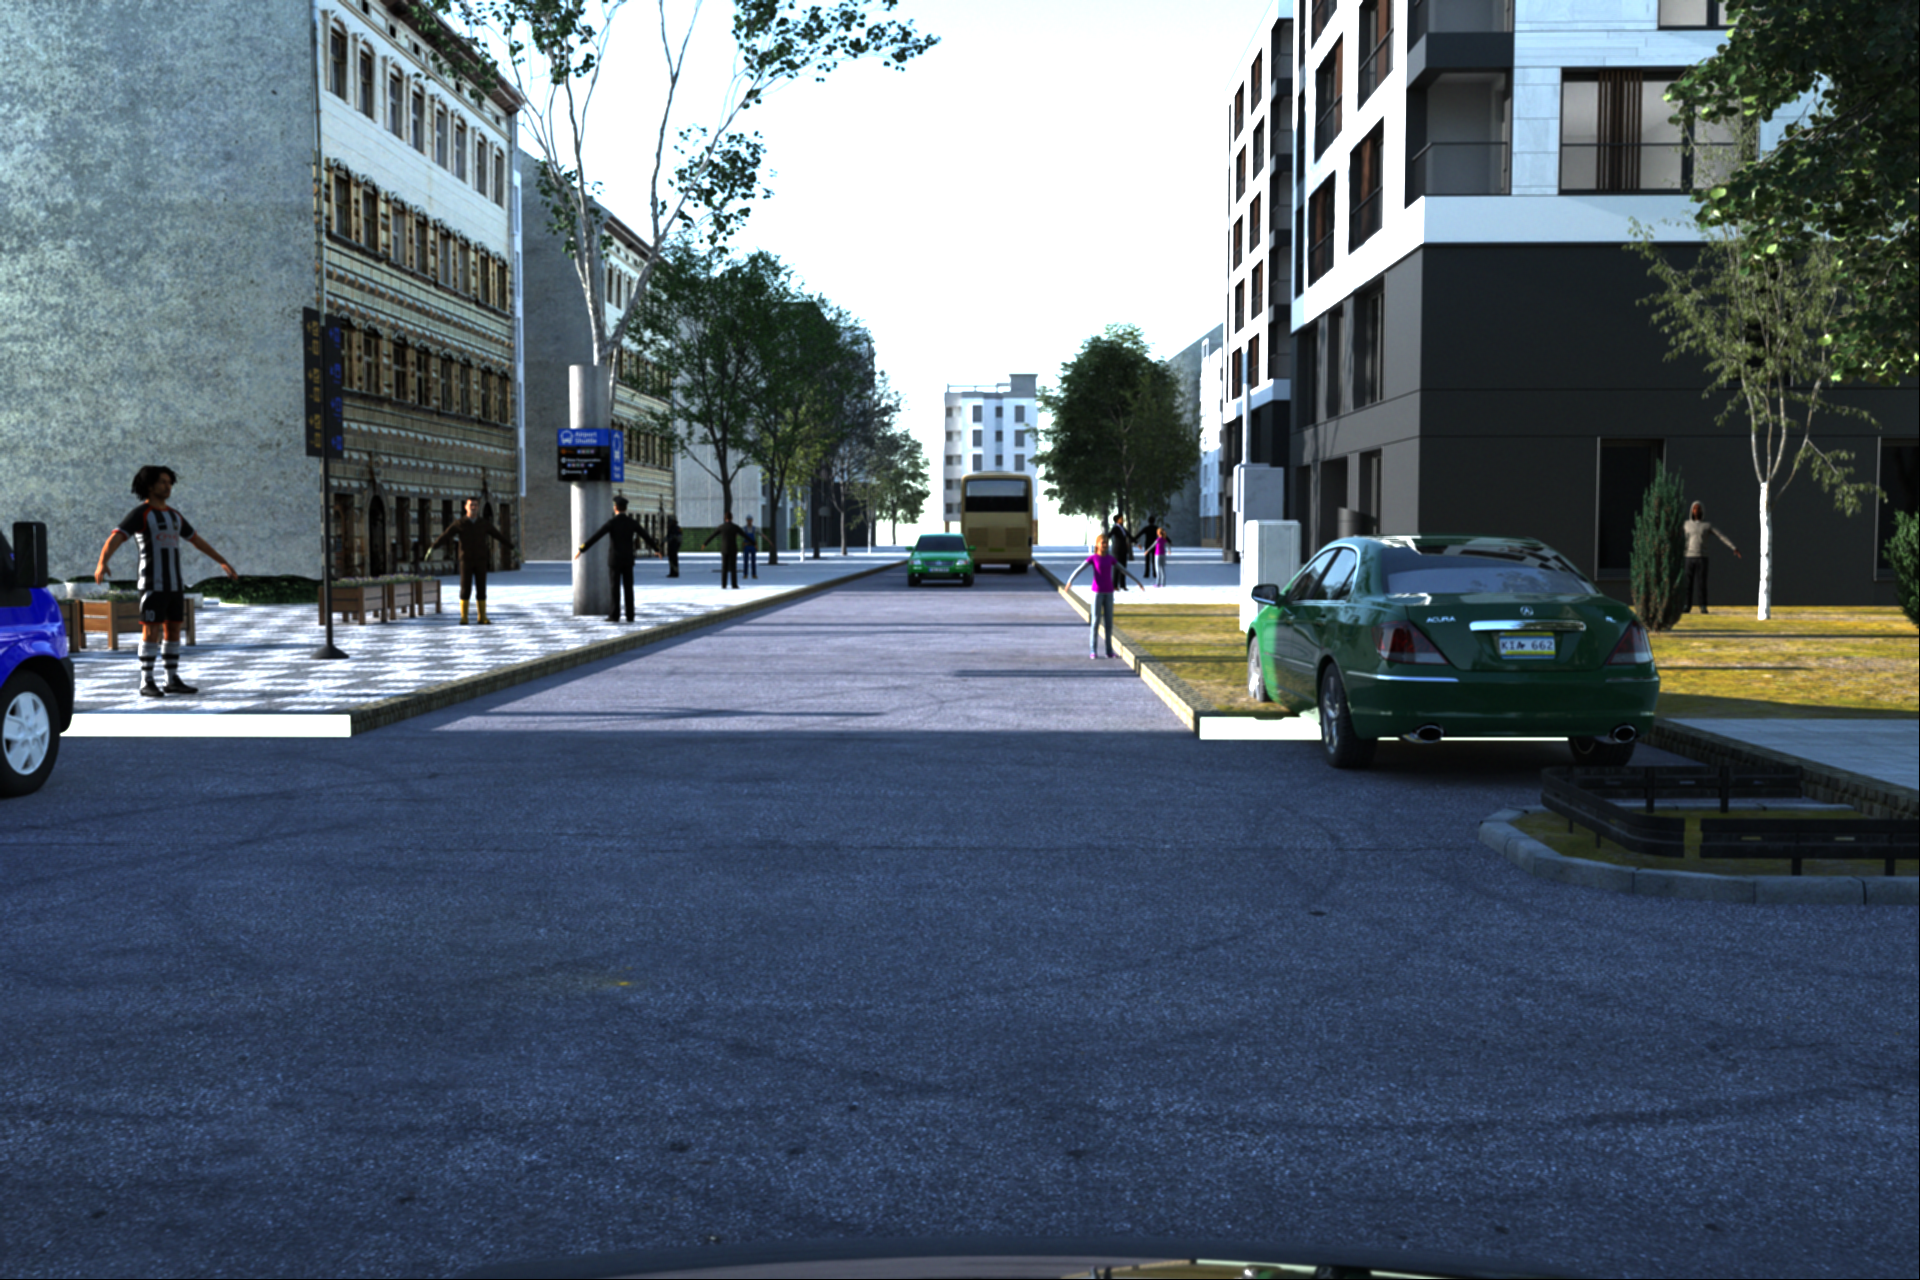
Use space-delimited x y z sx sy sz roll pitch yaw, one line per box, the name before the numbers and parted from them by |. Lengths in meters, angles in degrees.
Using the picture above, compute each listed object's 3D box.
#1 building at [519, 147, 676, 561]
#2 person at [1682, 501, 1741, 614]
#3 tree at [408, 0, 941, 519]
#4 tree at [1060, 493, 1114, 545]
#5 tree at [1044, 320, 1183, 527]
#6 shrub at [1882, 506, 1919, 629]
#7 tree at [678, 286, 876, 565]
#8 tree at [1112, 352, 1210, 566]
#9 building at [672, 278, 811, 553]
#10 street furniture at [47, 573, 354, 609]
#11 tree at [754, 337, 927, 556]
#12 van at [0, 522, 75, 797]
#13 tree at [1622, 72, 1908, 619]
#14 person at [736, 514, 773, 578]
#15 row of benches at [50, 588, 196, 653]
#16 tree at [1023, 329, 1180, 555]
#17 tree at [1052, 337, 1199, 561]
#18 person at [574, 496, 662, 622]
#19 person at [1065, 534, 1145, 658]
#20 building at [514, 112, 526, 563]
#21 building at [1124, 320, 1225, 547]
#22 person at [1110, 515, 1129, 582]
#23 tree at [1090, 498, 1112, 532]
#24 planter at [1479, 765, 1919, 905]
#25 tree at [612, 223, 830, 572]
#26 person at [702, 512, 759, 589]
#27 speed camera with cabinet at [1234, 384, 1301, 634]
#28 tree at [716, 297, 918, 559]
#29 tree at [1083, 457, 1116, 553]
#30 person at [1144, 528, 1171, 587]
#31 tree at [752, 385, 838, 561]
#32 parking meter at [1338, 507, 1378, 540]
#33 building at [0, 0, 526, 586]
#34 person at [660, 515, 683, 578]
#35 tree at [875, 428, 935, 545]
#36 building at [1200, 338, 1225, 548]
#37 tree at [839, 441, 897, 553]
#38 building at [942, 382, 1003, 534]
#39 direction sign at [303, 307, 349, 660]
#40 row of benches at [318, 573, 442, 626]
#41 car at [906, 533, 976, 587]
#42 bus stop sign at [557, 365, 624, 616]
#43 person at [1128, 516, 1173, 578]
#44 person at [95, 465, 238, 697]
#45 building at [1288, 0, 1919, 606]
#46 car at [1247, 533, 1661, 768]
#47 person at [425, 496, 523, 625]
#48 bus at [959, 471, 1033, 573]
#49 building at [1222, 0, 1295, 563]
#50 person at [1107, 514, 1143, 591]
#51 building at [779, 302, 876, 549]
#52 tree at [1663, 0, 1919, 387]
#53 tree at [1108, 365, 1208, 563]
building | -25.910 -15.902 90.919 19.493 23.208 18.063 0 4 1
person | 11.905 -1.338 28.008 1.348 1.813 0.705 2 4 30
tree | -7.197 -11.249 39.809 12.611 20.169 13.585 0 3 0
tree | 15.553 -16.831 209.592 7.601 10.594 8.767 0 4 6
tree | 8.216 -10.677 92.693 7.486 12.596 7.792 0 3 0
shrub | 12.431 -1.049 21.568 1.690 2.028 1.600 0 3 0
tree | -7.585 -8.918 71.568 9.928 11.665 9.643 0 3 0
tree | 8.314 -7.325 70.122 4.360 8.622 3.978 0 3 0
building | -21.899 -16.458 135.539 16.747 18.905 31.486 0 4 2
street furniture | -14.650 -0.949 31.143 5.734 0.657 10.072 2 4 24
tree | -7.080 -11.805 103.386 12.009 13.543 11.850 0 3 0
van | -6.065 -0.205 7.729 2.240 2.365 5.245 0 4 2
tree | 12.267 -4.629 26.053 4.360 8.622 3.978 0 3 0
person | -6.079 -2.706 50.099 1.347 1.847 0.705 -1 4 -12
row of benches | -10.067 -0.173 18.286 1.422 0.672 4.104 2 4 29
tree | 8.862 -12.246 106.877 9.857 13.997 8.962 0 3 0
tree | 7.831 -9.052 82.412 7.601 10.594 8.767 1 4 10
person | -4.958 -1.184 25.299 1.347 1.837 0.705 -2 4 -31
person | 1.668 -0.507 20.012 0.991 1.433 0.599 -1 4 -19
building | -24.586 -12.674 63.638 16.016 20.090 11.380 0 4 2
building | 27.456 -21.534 183.005 19.493 23.208 18.063 0 4 1
person | 4.208 -2.441 46.104 0.705 1.806 1.347 -1 4 -10
tree | 16.839 -15.455 203.051 4.360 8.622 3.978 0 3 0
planter | 3.409 0.823 7.689 1.991 0.319 1.994 0 4 2
tree | -8.000 -8.135 58.760 9.928 11.665 9.643 0 3 0
person | -5.411 -2.106 40.653 1.346 1.802 0.704 0 4 3
speed camera with cabinet | 3.949 -1.707 22.252 0.660 3.252 2.038 0 4 2
tree | -7.258 -10.922 88.944 12.009 13.543 11.850 0 3 0
tree | 8.997 -10.248 117.922 4.737 8.622 4.395 0 3 0
person | 4.817 -2.007 42.075 0.599 1.433 0.991 3 5 44
tree | -7.596 -7.985 80.913 4.737 8.622 4.395 0 3 0
parking meter | 3.791 -0.498 16.546 0.372 1.533 0.369 0 3 0
building | -24.896 -13.493 51.541 19.493 23.208 18.063 0 4 1
person | -8.494 -2.776 51.159 0.705 1.856 1.354 -2 4 -33
tree | -7.776 -18.289 205.682 9.857 13.997 8.962 0 3 0
building | 28.482 -19.036 167.650 16.016 20.090 11.380 0 4 1
tree | -5.963 -10.063 114.889 4.360 8.622 3.978 0 3 0
building | -1.799 -21.396 208.702 11.380 20.090 16.016 1 4 8
direction sign | -6.501 -1.576 17.759 0.379 3.537 0.876 0 4 2
row of benches | -8.705 -0.651 26.101 1.422 0.672 4.104 0 4 -1
car | -0.514 -2.434 48.599 1.959 1.807 4.718 0 4 1
bus stop sign | -5.817 -2.344 27.333 0.837 3.901 0.837 0 4 3
person | 5.615 -2.737 50.932 1.347 1.806 0.705 0 4 -7
person | -6.332 -0.466 13.755 0.704 1.843 1.345 1 4 23
building | 22.474 -12.364 46.125 27.936 21.610 32.646 0 4 1
car | 3.180 -0.013 12.016 2.131 1.459 4.920 0 3 0
person | -6.894 -1.126 24.540 1.346 1.812 0.704 -2 4 -25
bus | 1.344 -4.602 66.789 2.896 3.916 12.252 0 4 0
building | 26.190 -14.561 82.052 27.936 21.610 32.646 0 4 1
person | 3.664 -1.973 38.984 1.216 1.740 0.721 -3 5 -43
building | -23.094 -19.879 169.004 27.936 21.610 32.646 0 4 1
tree | 9.030 -6.405 11.382 9.857 13.997 8.962 0 3 0
tree | 8.649 -7.646 75.378 4.737 8.622 4.395 0 3 0
